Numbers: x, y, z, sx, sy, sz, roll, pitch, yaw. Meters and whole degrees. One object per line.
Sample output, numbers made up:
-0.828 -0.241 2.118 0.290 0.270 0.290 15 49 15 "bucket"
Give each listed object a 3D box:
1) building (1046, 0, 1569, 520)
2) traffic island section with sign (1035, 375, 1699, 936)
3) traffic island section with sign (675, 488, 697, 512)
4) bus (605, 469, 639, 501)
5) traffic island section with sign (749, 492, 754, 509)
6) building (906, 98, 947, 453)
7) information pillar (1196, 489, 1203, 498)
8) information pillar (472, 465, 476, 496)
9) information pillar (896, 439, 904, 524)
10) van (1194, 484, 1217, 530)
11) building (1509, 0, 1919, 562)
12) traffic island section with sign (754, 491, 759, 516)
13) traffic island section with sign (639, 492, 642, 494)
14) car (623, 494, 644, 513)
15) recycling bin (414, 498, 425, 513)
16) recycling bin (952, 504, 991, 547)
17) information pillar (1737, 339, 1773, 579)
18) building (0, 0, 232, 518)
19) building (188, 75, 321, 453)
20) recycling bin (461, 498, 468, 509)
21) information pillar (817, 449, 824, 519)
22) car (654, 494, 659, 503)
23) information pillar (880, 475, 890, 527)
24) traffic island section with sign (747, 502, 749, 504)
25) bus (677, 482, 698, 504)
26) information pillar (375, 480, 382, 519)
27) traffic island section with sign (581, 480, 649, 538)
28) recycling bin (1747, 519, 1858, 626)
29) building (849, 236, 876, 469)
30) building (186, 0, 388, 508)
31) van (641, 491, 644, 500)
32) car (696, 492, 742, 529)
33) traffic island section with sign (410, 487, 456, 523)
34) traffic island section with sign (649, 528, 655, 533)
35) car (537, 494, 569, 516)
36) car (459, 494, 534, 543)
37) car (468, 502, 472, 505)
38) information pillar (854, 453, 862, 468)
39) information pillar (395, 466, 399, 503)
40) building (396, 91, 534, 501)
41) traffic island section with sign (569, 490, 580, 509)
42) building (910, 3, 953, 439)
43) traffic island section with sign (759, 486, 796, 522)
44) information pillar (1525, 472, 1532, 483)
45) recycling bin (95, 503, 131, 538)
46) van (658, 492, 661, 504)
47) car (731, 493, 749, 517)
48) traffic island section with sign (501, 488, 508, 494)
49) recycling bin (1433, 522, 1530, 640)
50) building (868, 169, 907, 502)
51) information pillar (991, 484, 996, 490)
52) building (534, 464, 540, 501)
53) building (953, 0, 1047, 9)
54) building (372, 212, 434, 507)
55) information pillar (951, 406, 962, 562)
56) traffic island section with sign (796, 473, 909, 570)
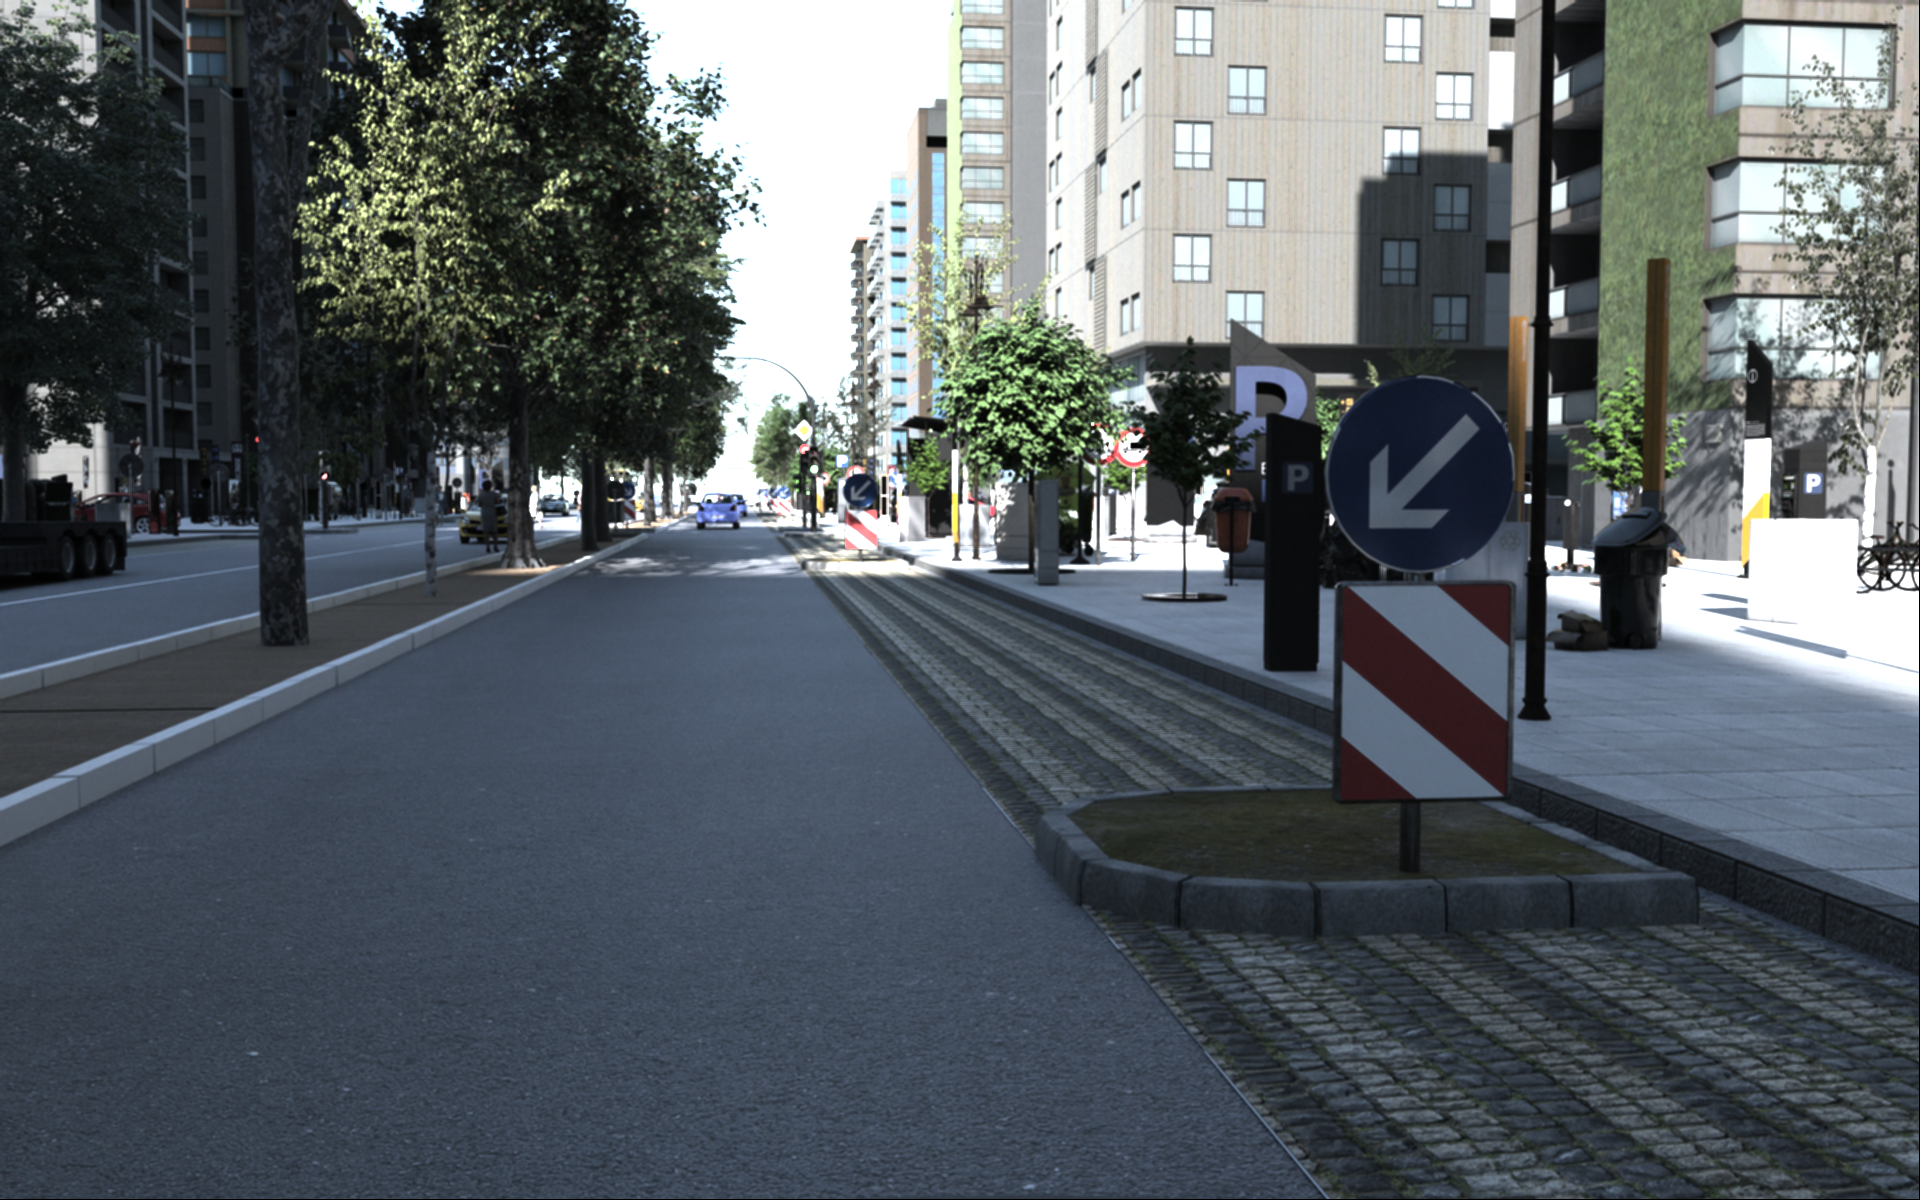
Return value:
20.011 -31.101 97.746 27.495 52.752 28.713 0 4 -7 "building"
1.340 0.127 6.548 1.989 1.847 2.006 0 4 -7 "traffic island section with sign"
-21.912 -8.018 139.225 2.006 1.907 1.989 0 4 -7 "traffic island section with sign"
-33.481 -10.993 171.277 2.896 3.916 12.252 0 4 -7 "bus"
-18.695 -9.482 163.656 1.989 1.847 2.006 0 4 -7 "traffic island section with sign"
1.422 -33.474 197.416 14.600 45.320 14.200 0 4 -7 "building"
11.281 -4.715 81.580 0.304 2.012 0.304 1 4 23 "information pillar"
-38.647 -8.944 137.589 0.183 3.616 0.504 1 4 12 "information pillar"
-2.596 -5.038 73.733 0.183 3.616 0.504 -1 4 -14 "information pillar"
9.543 -3.465 63.670 4.112 2.044 2.013 0 4 -6 "van"
20.548 -21.740 39.038 14.154 41.232 14.086 0 4 -7 "building"
-12.484 -6.509 115.048 1.989 1.847 2.006 0 4 -7 "traffic island section with sign"
-49.872 -16.080 271.527 1.989 1.847 2.006 0 4 -7 "traffic island section with sign"
-25.472 -7.628 134.939 2.015 1.641 3.980 0 4 -6 "car"
-36.147 -6.324 115.949 0.722 1.027 0.722 -1 4 -16 "recycling bin"
0.276 -1.820 42.316 0.722 1.027 0.722 -2 4 -30 "recycling bin"
11.996 -2.124 26.083 0.183 3.616 0.504 -1 4 -13 "information pillar"
-53.084 -40.255 96.415 20.563 71.187 20.611 0 4 -7 "building"
-54.512 -21.486 122.992 14.160 30.474 14.107 0 4 -7 "building"
-35.466 -6.764 123.146 0.722 1.027 0.722 0 4 4 "recycling bin"
-7.248 -6.023 89.832 0.183 3.616 0.504 1 4 21 "information pillar"
-45.642 -15.265 259.173 1.945 1.707 3.694 0 4 -8 "car"
-2.875 -3.802 66.651 0.304 2.012 0.304 1 4 14 "information pillar"
-22.195 -11.160 191.101 1.989 1.847 2.006 0 4 -7 "traffic island section with sign"
-40.063 -15.877 254.455 2.948 3.499 13.247 -1 4 -9 "bus"
-30.338 -5.253 90.376 0.304 2.012 0.304 -1 4 -13 "information pillar"
-11.465 -3.009 57.341 2.006 1.907 1.989 0 4 -7 "traffic island section with sign"
8.403 -0.290 17.288 0.722 1.027 0.722 -1 4 -20 "recycling bin"
-6.974 -38.695 287.292 22.147 44.769 28.867 0 4 -7 "building"
-62.256 -30.195 148.319 22.147 44.769 28.867 0 4 -7 "building"
-41.867 -13.736 231.592 2.013 2.044 4.112 -1 4 -8 "van"
-10.019 -3.812 71.913 1.945 1.707 3.694 0 4 -6 "car"
-26.246 -4.755 86.366 1.989 1.847 2.006 0 4 -7 "traffic island section with sign"
-12.393 -3.459 64.690 2.006 1.907 1.989 0 4 -7 "traffic island section with sign"
-26.451 -6.167 112.622 2.131 1.459 4.920 -1 4 -9 "car"
-13.806 -2.534 51.662 2.015 1.641 3.980 0 4 -5 "car"
-23.062 -4.471 85.095 2.014 1.417 4.499 0 4 -6 "car"
-5.403 -6.089 90.914 0.504 3.616 0.183 2 4 26 "information pillar"
-44.443 -8.907 136.985 0.183 3.616 0.504 2 4 35 "information pillar"
-72.967 -42.976 244.649 21.231 58.520 28.212 0 4 -7 "building"
-36.007 -9.436 162.904 1.989 1.847 2.006 0 4 -7 "traffic island section with sign"
7.530 -52.693 174.194 22.319 86.520 31.000 0 4 -7 "building"
-9.072 -4.867 88.204 1.989 1.847 2.006 0 4 -7 "traffic island section with sign"
18.558 -3.207 56.920 0.304 2.012 0.304 -1 4 -16 "information pillar"
-24.419 -2.286 49.937 0.722 1.027 0.722 0 4 -1 "recycling bin"
-42.698 -14.899 250.617 2.013 2.044 4.112 0 4 -8 "van"
-14.551 -6.221 111.309 1.945 1.707 3.694 0 4 -6 "car"
-29.659 -6.390 113.105 1.989 1.847 2.006 0 4 -7 "traffic island section with sign"
4.681 -0.185 15.587 0.722 1.027 0.722 0 4 6 "recycling bin"
-1.942 -38.950 256.443 23.786 49.044 30.456 0 4 -7 "building"
2.383 -7.077 120.205 0.304 2.012 0.304 2 4 31 "information pillar"
-72.836 -30.288 266.910 14.160 30.474 14.107 0 4 -7 "building"
6.226 -27.575 134.454 14.154 41.232 14.086 0 4 -7 "building"
-60.412 -24.420 170.966 14.160 30.474 14.107 0 4 -7 "building"
-0.072 -2.539 32.875 0.183 3.616 0.504 0 4 6 "information pillar"
-2.072 -1.514 33.389 1.989 1.847 2.006 0 4 -7 "traffic island section with sign"
